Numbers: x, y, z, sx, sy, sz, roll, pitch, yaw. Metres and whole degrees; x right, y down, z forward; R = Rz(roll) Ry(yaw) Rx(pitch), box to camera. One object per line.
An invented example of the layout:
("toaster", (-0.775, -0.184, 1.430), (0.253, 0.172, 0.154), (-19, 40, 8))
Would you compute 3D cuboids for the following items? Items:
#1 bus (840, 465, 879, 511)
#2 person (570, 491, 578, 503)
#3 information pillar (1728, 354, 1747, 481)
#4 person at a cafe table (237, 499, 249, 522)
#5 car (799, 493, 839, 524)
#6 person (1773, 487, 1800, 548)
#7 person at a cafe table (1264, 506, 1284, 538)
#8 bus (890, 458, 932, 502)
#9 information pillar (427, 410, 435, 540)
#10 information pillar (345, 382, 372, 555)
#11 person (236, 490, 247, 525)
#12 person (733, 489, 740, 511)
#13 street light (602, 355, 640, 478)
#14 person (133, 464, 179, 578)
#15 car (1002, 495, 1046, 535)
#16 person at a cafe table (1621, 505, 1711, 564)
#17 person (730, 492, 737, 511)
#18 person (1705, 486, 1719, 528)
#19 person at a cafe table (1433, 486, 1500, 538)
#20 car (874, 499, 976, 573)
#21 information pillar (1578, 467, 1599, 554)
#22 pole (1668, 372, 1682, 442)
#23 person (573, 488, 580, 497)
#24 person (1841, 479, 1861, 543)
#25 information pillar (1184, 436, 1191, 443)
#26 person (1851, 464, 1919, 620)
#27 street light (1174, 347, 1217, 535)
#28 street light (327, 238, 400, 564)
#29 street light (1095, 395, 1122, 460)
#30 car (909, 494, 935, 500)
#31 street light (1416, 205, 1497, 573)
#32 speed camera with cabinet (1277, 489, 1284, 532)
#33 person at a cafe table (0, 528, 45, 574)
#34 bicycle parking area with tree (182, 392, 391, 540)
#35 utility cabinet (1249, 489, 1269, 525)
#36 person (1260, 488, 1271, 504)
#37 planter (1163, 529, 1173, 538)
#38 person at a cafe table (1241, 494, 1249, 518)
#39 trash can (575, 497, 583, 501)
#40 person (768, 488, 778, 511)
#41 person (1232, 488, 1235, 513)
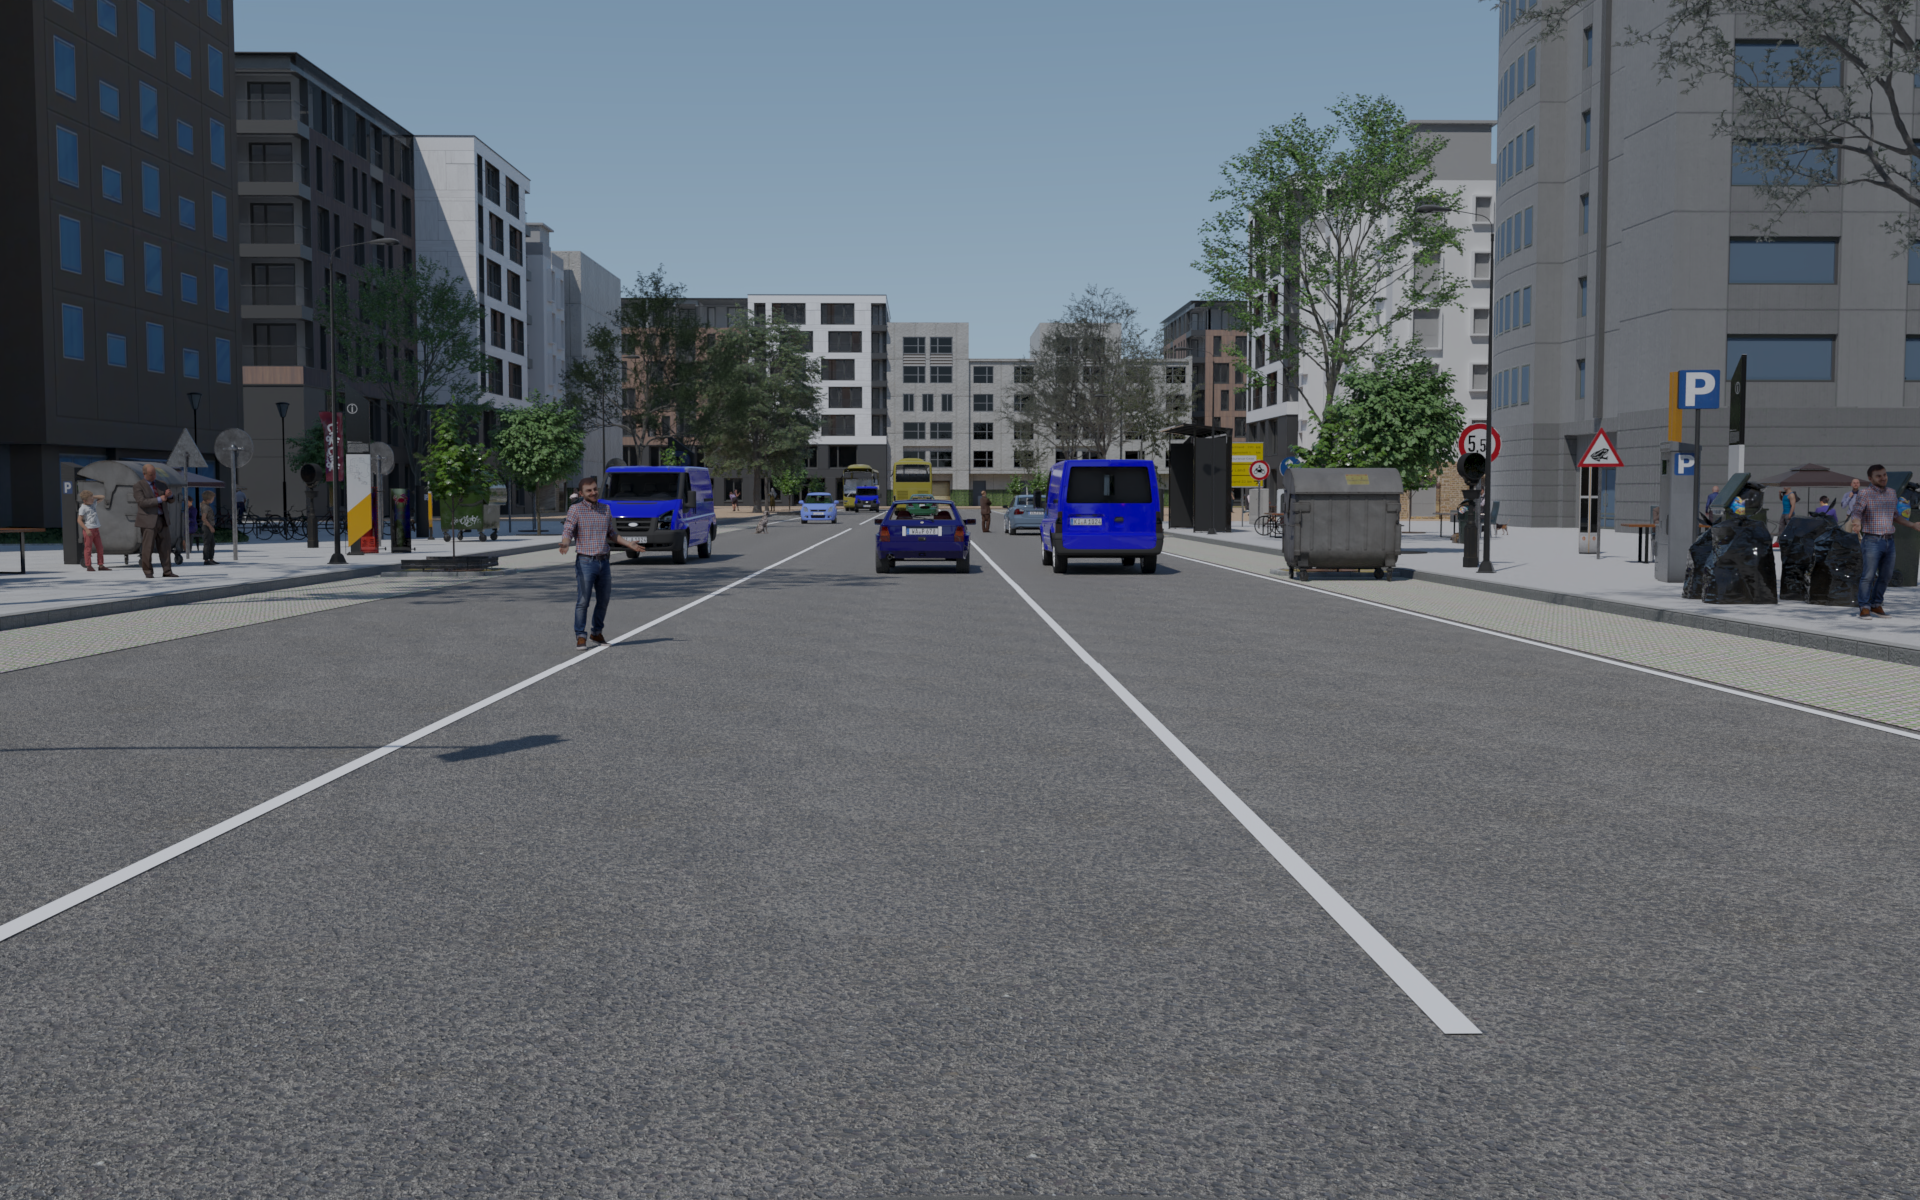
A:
("bus", (-8.430, -9.572, 148.055), (2.896, 3.916, 12.252), (0, 4, 0))
("person", (-22.389, -5.595, 100.705), (0.628, 1.438, 0.799), (-2, 4, -35))
("information pillar", (13.142, -2.322, 29.312), (0.183, 3.616, 0.504), (0, 4, 4))
("person at a cafe table", (-33.478, -4.183, 79.257), (1.726, 1.238, 1.698), (-1, 4, -12))
("car", (-6.864, -4.576, 84.416), (1.945, 1.707, 3.694), (0, 4, -3))
("person", (19.651, -2.041, 41.280), (0.662, 1.594, 0.647), (-1, 4, -11))
("person at a cafe table", (9.853, -2.585, 50.773), (1.622, 1.524, 1.698), (0, 4, 2))
("bus", (-3.322, -7.761, 118.444), (2.896, 3.916, 12.252), (0, 4, -2))
("information pillar", (-14.807, -3.488, 48.376), (0.183, 3.616, 0.504), (-1, 4, -14))
("information pillar", (-12.589, -2.744, 36.213), (0.504, 3.616, 0.183), (-1, 4, -14))
("person", (-30.240, -3.938, 72.636), (0.614, 1.554, 0.590), (0, 4, -4))
("person", (-16.961, -7.579, 131.432), (0.593, 1.643, 0.415), (0, 4, -6))
("street light", (-11.387, -5.227, 58.001), (1.470, 5.913, 1.316), (0, 4, -1))
("person", (-12.271, -1.208, 26.476), (0.600, 1.739, 0.565), (1, 4, 9))
("car", (2.535, -3.031, 61.557), (2.014, 1.417, 4.499), (0, 4, -2))
("person at a cafe table", (13.286, -1.319, 32.422), (1.698, 1.238, 1.726), (1, 4, 13))
("person", (-16.833, -7.292, 128.500), (0.697, 1.427, 0.421), (3, 5, 42))
("person", (20.066, -2.269, 45.839), (0.574, 1.496, 0.600), (2, 4, 32))
("person at a cafe table", (14.969, -2.588, 50.822), (1.622, 1.524, 1.698), (0, 4, -6))
("car", (-0.666, -1.226, 32.630), (1.945, 1.354, 3.894), (0, 4, 0))
("information pillar", (13.440, -1.986, 36.966), (0.304, 2.012, 0.304), (-2, 4, -25))
("pole", (11.951, -2.150, 28.989), (0.158, 3.312, 0.155), (0, 3, 0))
("person", (-22.932, -5.874, 103.550), (0.415, 1.643, 0.593), (1, 4, 11))
("person", (17.211, -1.539, 33.276), (0.516, 1.574, 0.319), (2, 4, 30))
("information pillar", (9.088, -4.792, 69.710), (0.504, 3.616, 0.183), (3, 4, 37))
("person", (9.411, -0.597, 17.757), (0.963, 1.587, 0.435), (-1, 4, -21))
("street light", (7.467, -5.033, 54.832), (1.470, 5.913, 1.316), (0, 4, -1))
("street light", (-10.873, -3.612, 31.598), (1.470, 5.913, 1.316), (0, 4, -1))
("street light", (6.982, -6.636, 81.042), (1.470, 5.913, 1.316), (0, 4, -1))
("car", (-2.136, -5.262, 97.833), (2.131, 1.459, 4.920), (0, 4, -1))
("street light", (8.026, -3.393, 28.009), (1.470, 5.913, 1.316), (0, 4, -1))
("speed camera with cabinet", (11.665, -3.888, 57.912), (2.038, 3.252, 0.660), (2, 4, 29))
("person at a cafe table", (-15.874, -1.016, 27.472), (1.726, 1.238, 1.698), (1, 4, 17))
("bicycle parking area with tree", (-21.217, -3.947, 51.529), (9.016, 4.147, 8.231), (1, 4, 18))
("utility cabinet", (12.419, -3.875, 72.043), (0.318, 1.500, 1.173), (-1, 4, -18))
("person", (15.633, -5.093, 89.867), (0.990, 1.755, 0.434), (0, 4, 7))
("planter", (5.986, -2.236, 57.700), (1.991, 0.319, 1.994), (0, 4, -1))
("person at a cafe table", (13.856, -4.396, 80.394), (1.622, 1.524, 1.698), (0, 4, 8))
("trash can", (-16.830, -4.020, 77.379), (0.748, 1.137, 0.748), (0, 3, 0))
("person", (-14.135, -7.547, 130.165), (1.217, 1.736, 0.721), (-3, 5, -43))
("person", (18.505, -6.756, 117.226), (0.721, 1.735, 1.217), (1, 4, 10))
